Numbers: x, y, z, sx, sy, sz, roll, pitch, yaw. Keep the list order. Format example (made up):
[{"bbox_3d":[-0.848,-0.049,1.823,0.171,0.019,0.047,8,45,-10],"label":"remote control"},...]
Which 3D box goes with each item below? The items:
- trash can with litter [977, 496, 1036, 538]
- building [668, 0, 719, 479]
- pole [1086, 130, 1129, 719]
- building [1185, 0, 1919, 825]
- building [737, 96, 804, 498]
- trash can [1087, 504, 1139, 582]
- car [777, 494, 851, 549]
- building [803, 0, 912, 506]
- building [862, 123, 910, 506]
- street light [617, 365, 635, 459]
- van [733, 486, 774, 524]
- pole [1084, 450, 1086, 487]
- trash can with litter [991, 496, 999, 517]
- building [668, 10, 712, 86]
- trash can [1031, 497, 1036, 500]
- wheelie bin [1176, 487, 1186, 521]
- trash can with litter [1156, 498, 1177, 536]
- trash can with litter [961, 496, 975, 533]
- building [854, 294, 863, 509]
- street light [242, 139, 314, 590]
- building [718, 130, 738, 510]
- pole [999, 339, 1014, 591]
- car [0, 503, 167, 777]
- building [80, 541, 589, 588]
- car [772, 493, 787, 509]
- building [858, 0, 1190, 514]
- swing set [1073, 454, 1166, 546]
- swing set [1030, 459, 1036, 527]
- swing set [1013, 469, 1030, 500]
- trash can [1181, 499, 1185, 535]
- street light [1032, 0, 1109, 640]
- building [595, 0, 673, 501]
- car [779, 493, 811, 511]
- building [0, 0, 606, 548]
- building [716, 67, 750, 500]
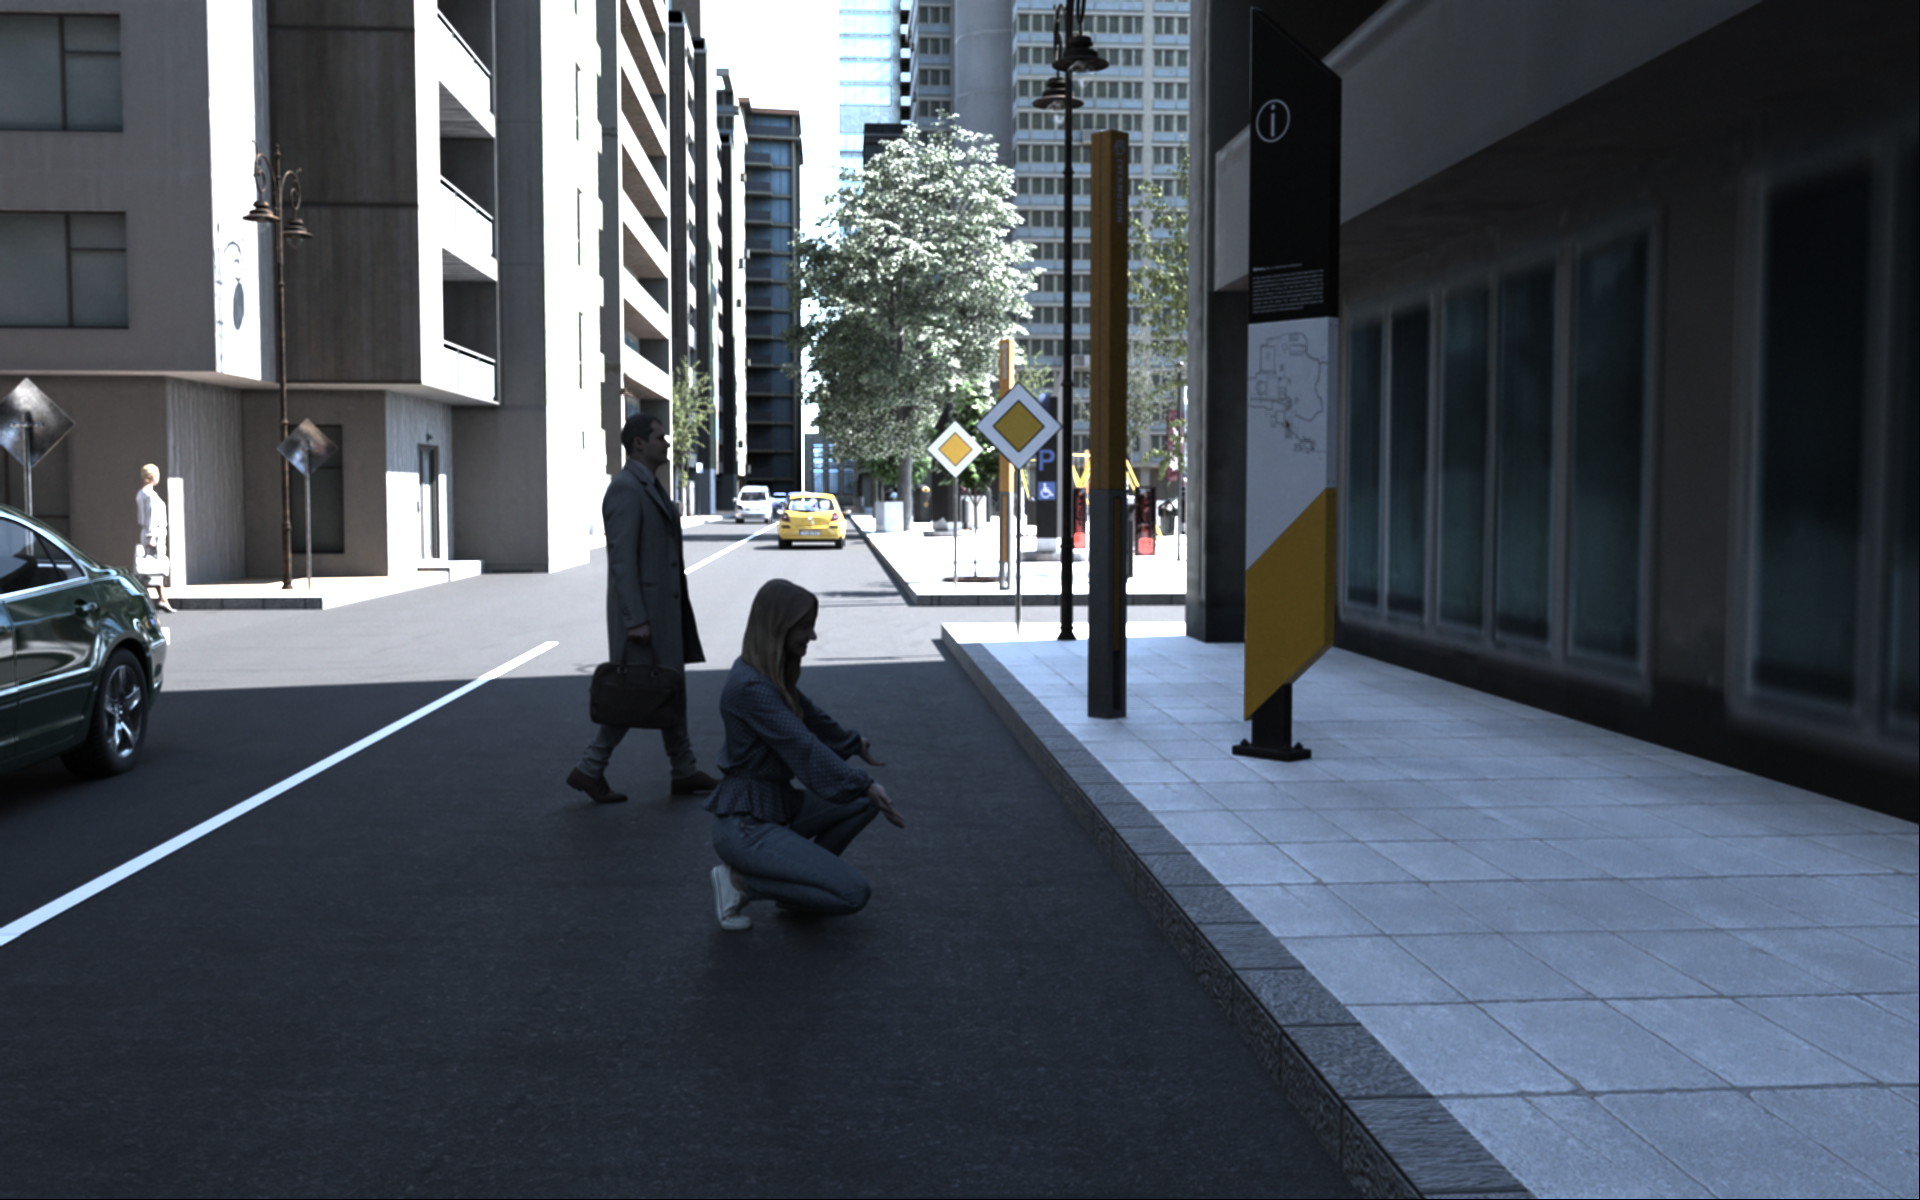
[{"bbox_3d":[1.947,-2.487,51.723,2.233,1.210,1.678,3,4,38],"label":"trash can with litter"},{"bbox_3d":[-23.961,-28.603,117.776,14.600,45.320,14.200,0,4,-4],"label":"building"},{"bbox_3d":[0.846,-0.980,9.872,0.158,3.312,0.155,0,3,0],"label":"pole"},{"bbox_3d":[13.444,-23.298,4.625,21.300,48.544,21.600,0,4,-4],"label":"building"},{"bbox_3d":[-31.626,-32.771,190.431,28.867,44.769,22.147,0,4,-4],"label":"building"},{"bbox_3d":[2.227,-0.829,25.206,0.748,1.137,0.748,0,3,0],"label":"trash can"},{"bbox_3d":[-3.951,-2.222,46.549,2.015,1.641,3.980,0,4,-3],"label":"car"},{"bbox_3d":[-1.822,-53.783,192.015,31.000,86.520,22.319,0,4,-4],"label":"building"},{"bbox_3d":[-0.783,-22.443,138.636,14.160,30.474,14.107,0,4,-4],"label":"building"},{"bbox_3d":[-11.974,-5.471,62.245,0.468,5.910,1.993,0,4,-4],"label":"street light"},{"bbox_3d":[-10.148,-4.791,85.338,2.013,2.044,4.112,0,4,-4],"label":"van"},{"bbox_3d":[5.815,-5.260,79.844,0.158,3.312,0.155,0,3,0],"label":"pole"},{"bbox_3d":[1.916,-5.281,97.738,0.624,1.170,1.055,3,4,38],"label":"trash can with litter"},{"bbox_3d":[-22.357,-20.335,104.182,14.160,30.474,14.107,0,4,-4],"label":"building"},{"bbox_3d":[4.131,-5.256,97.589,0.748,1.137,0.748,0,3,0],"label":"trash can"},{"bbox_3d":[10.172,-4.271,77.734,0.980,1.594,0.693,1,4,9],"label":"wheelie bin"},{"bbox_3d":[6.052,-2.511,52.435,1.055,1.170,0.624,3,4,36],"label":"trash can with litter"},{"bbox_3d":[0.331,-2.852,57.690,1.678,1.210,2.233,1,4,8],"label":"trash can with litter"},{"bbox_3d":[4.135,-19.312,160.793,27.650,21.520,28.899,0,4,-4],"label":"building"},{"bbox_3d":[-9.032,-3.076,23.085,0.468,5.910,1.993,0,4,-4],"label":"street light"},{"bbox_3d":[-24.578,-22.063,132.434,14.160,30.474,14.107,0,4,-4],"label":"building"},{"bbox_3d":[0.615,-1.783,22.996,0.158,3.312,0.155,0,3,0],"label":"pole"},{"bbox_3d":[-5.084,0.265,7.459,2.131,1.459,4.920,0,4,-4],"label":"car"},{"bbox_3d":[-14.354,-21.069,28.067,14.154,41.232,14.086,0,4,-4],"label":"building"},{"bbox_3d":[-16.820,-9.296,161.581,1.945,1.707,3.694,0,4,-4],"label":"car"},{"bbox_3d":[9.119,-26.185,120.001,32.217,40.220,23.993,0,4,-4],"label":"building"},{"bbox_3d":[3.714,-2.821,43.751,2.862,2.851,3.119,0,4,3],"label":"swing set"},{"bbox_3d":[4.898,-4.342,68.608,2.862,2.851,3.119,2,4,31],"label":"swing set"},{"bbox_3d":[3.633,-4.916,77.999,3.119,2.851,2.862,3,4,37],"label":"swing set"},{"bbox_3d":[7.204,-2.630,54.648,0.748,1.137,0.748,0,3,0],"label":"trash can"},{"bbox_3d":[0.940,-2.587,15.090,0.468,5.910,1.993,0,4,-4],"label":"street light"},{"bbox_3d":[-24.405,-27.607,75.073,21.300,48.544,21.600,0,4,-4],"label":"building"},{"bbox_3d":[-7.652,-4.470,82.668,1.945,1.707,3.694,0,4,-6],"label":"car"},{"bbox_3d":[-18.442,-22.402,49.870,14.154,41.232,14.086,0,4,-4],"label":"building"},{"bbox_3d":[-31.261,-28.364,155.632,23.993,40.220,32.217,0,4,-4],"label":"building"}]
